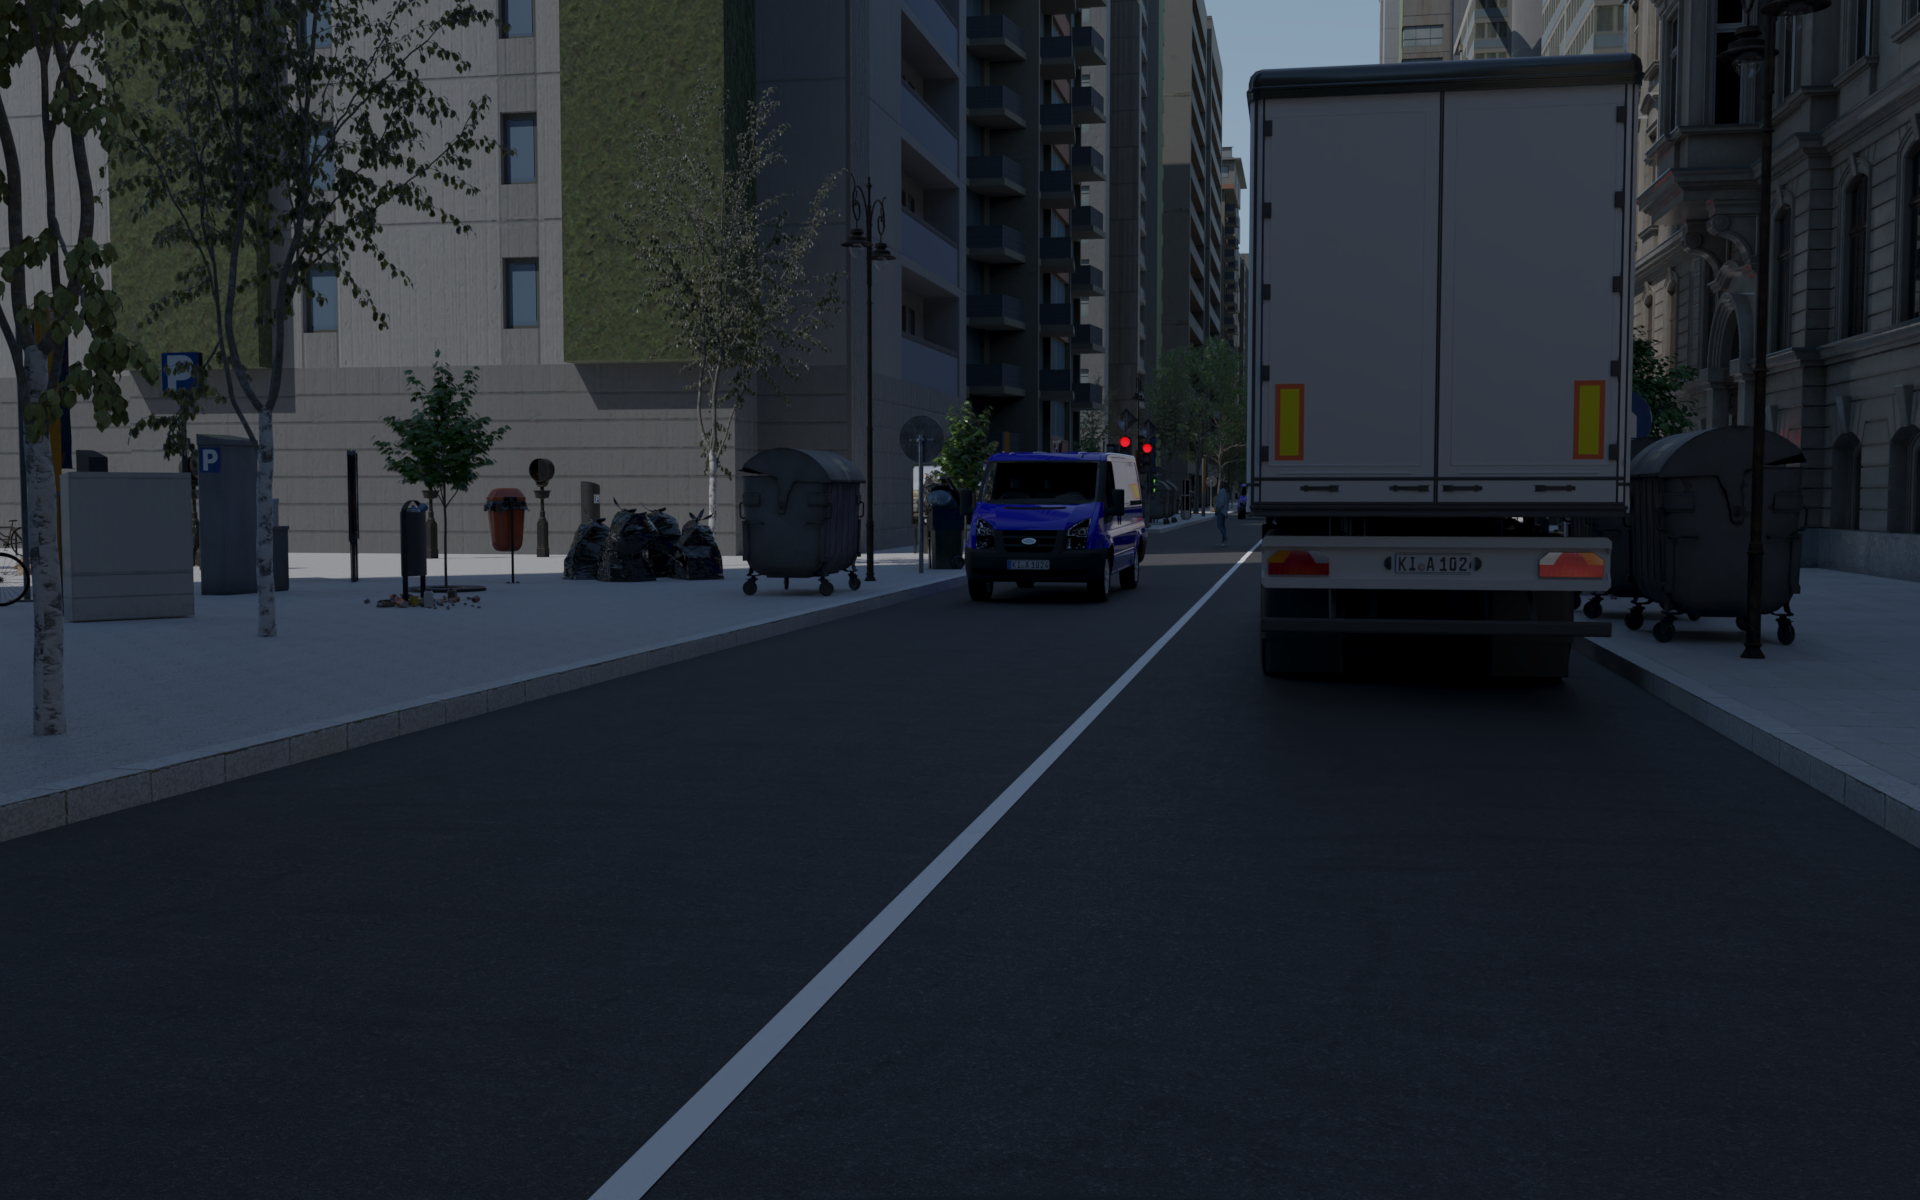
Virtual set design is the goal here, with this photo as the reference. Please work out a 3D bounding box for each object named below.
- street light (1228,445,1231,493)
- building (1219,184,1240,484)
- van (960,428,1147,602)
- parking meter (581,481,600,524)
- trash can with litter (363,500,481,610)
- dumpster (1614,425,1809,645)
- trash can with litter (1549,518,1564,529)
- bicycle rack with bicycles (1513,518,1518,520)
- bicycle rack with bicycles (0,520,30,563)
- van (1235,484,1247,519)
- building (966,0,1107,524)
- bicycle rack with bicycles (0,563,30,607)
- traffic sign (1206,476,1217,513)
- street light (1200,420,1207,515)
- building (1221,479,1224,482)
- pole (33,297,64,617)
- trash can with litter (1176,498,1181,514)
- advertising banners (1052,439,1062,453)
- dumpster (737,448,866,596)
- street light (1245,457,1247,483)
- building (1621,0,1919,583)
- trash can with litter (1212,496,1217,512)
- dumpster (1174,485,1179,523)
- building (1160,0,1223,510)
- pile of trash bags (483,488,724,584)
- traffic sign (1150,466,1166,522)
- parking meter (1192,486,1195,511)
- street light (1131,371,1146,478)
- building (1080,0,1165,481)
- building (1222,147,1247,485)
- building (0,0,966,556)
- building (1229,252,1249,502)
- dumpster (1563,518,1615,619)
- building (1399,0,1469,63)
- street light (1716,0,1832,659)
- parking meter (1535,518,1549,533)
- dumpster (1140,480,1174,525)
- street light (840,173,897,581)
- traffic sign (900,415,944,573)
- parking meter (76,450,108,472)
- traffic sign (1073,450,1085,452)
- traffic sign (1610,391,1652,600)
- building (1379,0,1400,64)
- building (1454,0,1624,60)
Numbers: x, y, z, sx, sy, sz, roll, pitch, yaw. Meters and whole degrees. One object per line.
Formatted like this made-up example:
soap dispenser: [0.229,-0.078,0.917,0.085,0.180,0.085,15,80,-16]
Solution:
street light: [21.742,-10.240,140.219,0.468,5.910,1.993,1,4,11]
building: [27.101,-35.802,239.993,22.147,44.769,28.867,1,4,11]
van: [1.441,-1.253,24.869,2.240,2.365,5.245,1,4,12]
parking meter: [-7.253,-1.566,34.022,0.372,1.533,0.369,0,3,0]
trash can with litter: [-6.143,-0.565,20.302,1.678,1.210,2.233,0,4,5]
dumpster: [6.713,-0.594,15.476,1.264,1.857,1.865,1,4,11]
trash can with litter: [22.053,-3.157,63.012,0.624,1.170,1.055,3,5,43]
bicycle rack with bicycles: [29.938,-5.179,98.060,2.852,0.926,2.925,1,4,15]
bicycle rack with bicycles: [-18.747,-1.324,35.029,2.852,0.926,2.925,1,4,13]
van: [17.123,-5.855,100.107,2.240,2.365,5.245,1,4,13]
building: [-4.586,-26.374,85.840,22.147,44.769,28.867,1,4,11]
bicycle rack with bicycles: [-11.687,-0.303,18.337,2.925,0.926,2.852,-1,4,-19]
traffic sign: [17.339,-7.308,119.598,0.768,2.556,0.104,1,4,16]
street light: [14.922,-8.179,106.512,0.468,5.910,1.993,1,4,11]
building: [13.624,-30.849,196.268,32.217,40.220,23.993,1,4,11]
pole: [-9.460,-1.478,18.005,0.158,3.312,0.155,0,3,0]
trash can with litter: [13.854,-6.018,109.781,1.055,1.170,0.624,-1,4,-16]
advertising banners: [2.654,-3.637,55.645,0.090,3.025,2.074,-2,4,-34]
dumpster: [-2.040,-1.020,22.435,1.264,1.857,1.865,1,4,11]
street light: [30.038,-12.774,181.640,0.468,5.910,1.993,1,4,11]
building: [20.834,-13.068,32.745,14.460,24.649,34.723,1,4,11]
trash can with litter: [18.040,-6.766,122.009,0.624,1.170,1.055,2,4,29]
dumpster: [9.034,-4.364,77.108,1.264,1.857,1.865,1,4,11]
building: [14.674,-33.545,172.157,21.300,48.544,21.600,1,4,11]
pile of trash bags: [-5.358,-0.982,25.815,3.447,1.369,1.912,-2,4,-32]
traffic sign: [9.025,-4.836,79.182,0.768,2.556,0.104,1,4,20]
parking meter: [17.699,-7.649,130.780,0.255,1.863,0.399,1,4,12]
street light: [6.709,-5.650,65.170,0.468,5.910,1.993,1,4,11]
building: [7.311,-27.131,127.192,14.154,41.232,14.086,1,4,11]
building: [29.255,-41.515,268.006,28.713,52.752,27.495,1,4,11]
building: [-14.435,-30.834,46.143,28.212,58.520,21.231,1,4,11]
building: [40.867,-36.918,287.200,14.154,41.232,14.086,1,4,11]
dumpster: [7.133,-0.767,18.296,1.264,1.857,1.865,1,4,11]
building: [42.801,-28.021,141.737,14.154,41.232,14.086,1,4,11]
street light: [6.205,-2.483,13.377,0.468,5.910,1.993,1,4,11]
parking meter: [10.837,-1.468,32.414,0.372,1.533,0.369,0,3,0]
dumpster: [8.202,-4.114,73.015,1.264,1.857,1.865,1,4,11]
street light: [-1.324,-3.216,25.376,0.468,5.910,1.993,1,4,11]
traffic sign: [-0.629,-1.706,28.002,0.768,2.556,0.104,1,4,19]
parking meter: [-11.422,-1.048,22.842,0.399,1.863,0.255,3,4,36]
traffic sign: [3.437,-3.055,50.055,0.768,2.556,0.104,1,4,14]
traffic sign: [7.960,-1.279,21.011,0.768,2.556,0.104,1,4,12]
building: [56.650,-39.678,190.740,21.231,58.520,28.212,1,4,11]
building: [47.864,-26.221,120.586,32.217,40.220,23.993,1,4,11]
